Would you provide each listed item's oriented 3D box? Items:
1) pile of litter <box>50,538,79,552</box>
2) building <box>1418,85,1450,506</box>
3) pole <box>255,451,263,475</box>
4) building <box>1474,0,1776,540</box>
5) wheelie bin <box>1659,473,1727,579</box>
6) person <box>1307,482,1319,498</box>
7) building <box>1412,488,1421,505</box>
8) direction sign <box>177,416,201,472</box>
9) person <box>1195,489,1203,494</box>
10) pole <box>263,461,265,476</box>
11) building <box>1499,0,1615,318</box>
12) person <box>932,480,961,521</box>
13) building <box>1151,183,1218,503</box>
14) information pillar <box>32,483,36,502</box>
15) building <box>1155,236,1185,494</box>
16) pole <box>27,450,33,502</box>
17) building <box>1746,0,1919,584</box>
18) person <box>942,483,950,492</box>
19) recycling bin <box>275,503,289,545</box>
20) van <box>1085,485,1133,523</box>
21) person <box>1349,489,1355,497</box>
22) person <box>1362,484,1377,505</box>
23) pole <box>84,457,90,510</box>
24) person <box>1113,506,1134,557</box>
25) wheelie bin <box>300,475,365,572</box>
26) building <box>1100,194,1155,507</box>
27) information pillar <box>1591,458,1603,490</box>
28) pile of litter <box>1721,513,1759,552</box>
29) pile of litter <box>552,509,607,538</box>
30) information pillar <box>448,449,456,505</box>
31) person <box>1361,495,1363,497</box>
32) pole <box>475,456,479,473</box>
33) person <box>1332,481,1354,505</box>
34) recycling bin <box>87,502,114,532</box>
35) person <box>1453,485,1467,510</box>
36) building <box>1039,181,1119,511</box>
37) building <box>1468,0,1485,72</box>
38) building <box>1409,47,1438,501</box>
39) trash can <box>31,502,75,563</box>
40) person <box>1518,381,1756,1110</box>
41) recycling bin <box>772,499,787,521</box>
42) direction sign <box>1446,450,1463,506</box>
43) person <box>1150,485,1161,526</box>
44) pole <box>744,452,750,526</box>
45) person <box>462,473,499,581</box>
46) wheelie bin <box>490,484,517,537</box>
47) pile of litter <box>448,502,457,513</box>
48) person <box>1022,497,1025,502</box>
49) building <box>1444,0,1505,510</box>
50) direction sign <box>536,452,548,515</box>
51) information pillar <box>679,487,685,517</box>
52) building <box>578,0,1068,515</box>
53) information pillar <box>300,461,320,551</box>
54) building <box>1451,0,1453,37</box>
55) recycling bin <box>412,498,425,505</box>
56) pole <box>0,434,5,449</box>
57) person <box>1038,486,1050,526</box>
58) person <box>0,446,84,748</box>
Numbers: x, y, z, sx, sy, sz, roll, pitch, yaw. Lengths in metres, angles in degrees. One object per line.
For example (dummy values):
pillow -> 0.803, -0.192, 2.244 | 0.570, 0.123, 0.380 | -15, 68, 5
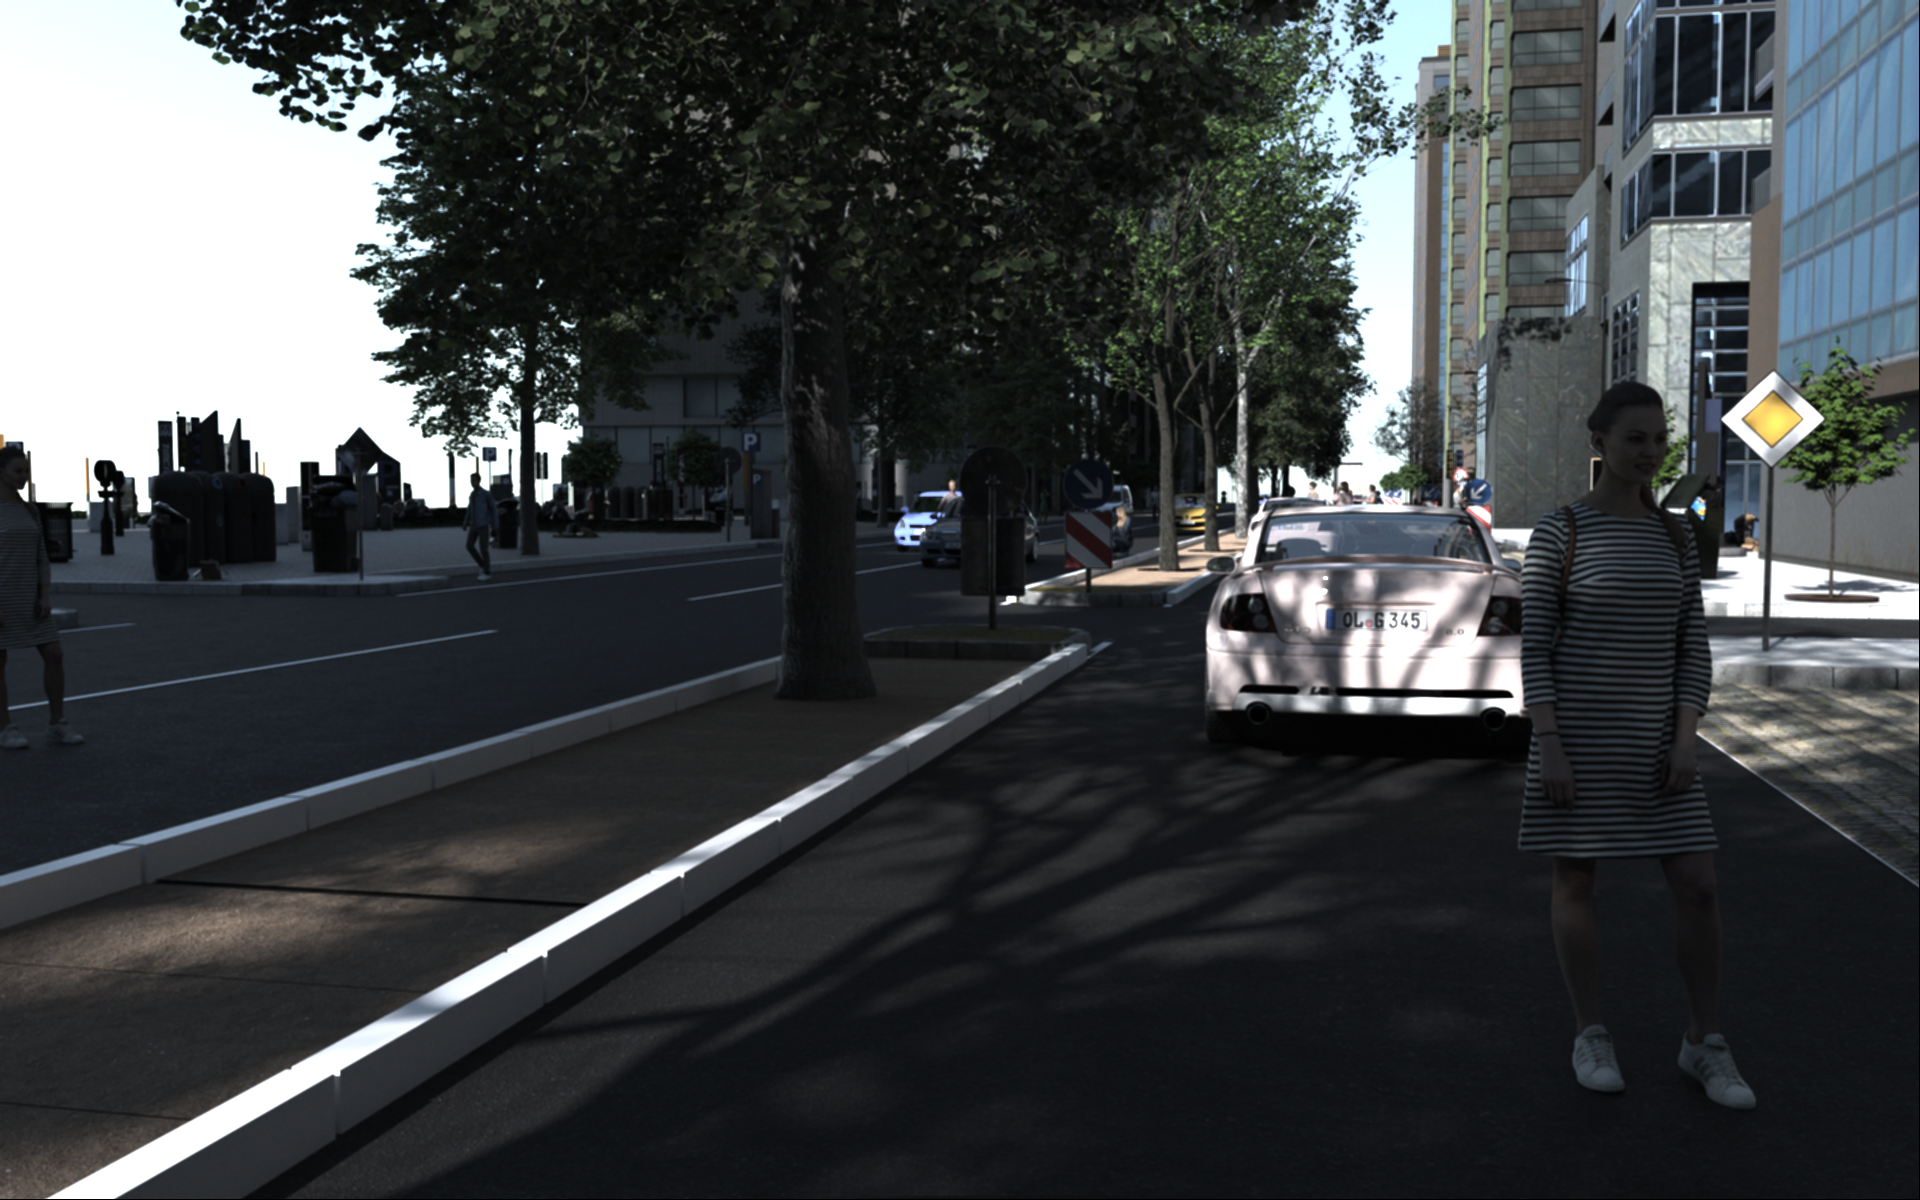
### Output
pile of litter -> -20.441, -1.488, 38.294 | 1.719, 0.858, 1.176 | -1, 4, -22
building -> 57.900, -33.014, 189.896 | 14.600, 45.320, 14.200 | 1, 4, 13
pole -> -33.448, -5.420, 82.459 | 0.158, 3.312, 0.155 | 0, 3, 0
building -> 29.464, -45.332, 53.856 | 22.319, 86.520, 31.000 | 1, 4, 13
wheelie bin -> 11.185, -1.129, 26.361 | 0.693, 1.594, 0.980 | 0, 4, -7
person -> 9.850, -2.445, 48.813 | 0.374, 1.781, 0.599 | -2, 4, -31
building -> 70.882, -31.488, 206.716 | 32.217, 40.220, 23.993 | 1, 4, 13
direction sign -> -22.485, -3.583, 50.573 | 0.379, 3.537, 0.876 | 1, 4, 19
person -> 15.003, -6.091, 108.894 | 0.742, 1.727, 0.445 | 3, 4, 36
pole -> -42.968, -6.919, 106.966 | 0.158, 3.312, 0.155 | 0, 3, 0
building -> 33.948, -19.212, 85.818 | 14.160, 30.474, 14.107 | 1, 4, 13
person -> -0.342, -1.824, 38.997 | 0.731, 1.740, 0.598 | -3, 5, -39
building -> 24.365, -42.690, 239.981 | 21.231, 58.520, 28.212 | 1, 4, 13
information pillar -> -59.497, -6.521, 111.114 | 0.304, 2.012, 0.304 | 0, 4, -1
building -> 17.280, -25.686, 191.662 | 14.160, 30.474, 14.107 | 1, 4, 13
pole -> -43.277, -5.306, 80.599 | 0.158, 3.312, 0.155 | 0, 3, 0
building -> 20.839, -22.907, 24.648 | 14.200, 45.320, 14.600 | 1, 4, 13
person -> -0.372, -2.940, 56.745 | 0.590, 1.801, 0.661 | 0, 4, -6
recycling bin -> -17.447, -1.913, 43.838 | 0.722, 1.027, 0.722 | -2, 4, -31
van -> 6.592, -4.248, 76.466 | 2.013, 2.044, 4.112 | 1, 4, 13
person -> 24.555, -6.122, 109.320 | 0.721, 1.743, 1.217 | -2, 4, -32
person -> 14.573, -3.232, 61.697 | 0.532, 1.782, 0.716 | 1, 4, 11
pole -> -48.099, -6.216, 95.477 | 0.158, 3.312, 0.155 | 0, 3, 0
person -> 3.660, -1.566, 39.610 | 0.738, 1.151, 1.012 | -1, 4, -19
wheelie bin -> -10.292, -1.262, 28.546 | 0.980, 1.594, 0.693 | 0, 4, 2
building -> 10.413, -24.056, 165.023 | 14.160, 30.474, 14.107 | 1, 4, 13
information pillar -> 13.129, -1.896, 35.485 | 0.304, 2.012, 0.304 | -3, 4, -39
pile of litter -> 17.557, -1.526, 38.913 | 1.176, 0.858, 1.719 | -2, 4, -29
pile of litter -> -11.240, -2.268, 51.046 | 1.719, 0.858, 1.176 | 3, 4, 37
information pillar -> -26.435, -6.040, 90.115 | 0.183, 3.616, 0.504 | 1, 4, 17
person -> 56.991, -14.517, 246.648 | 0.742, 1.727, 0.445 | -1, 4, -19
pole -> -25.901, -6.066, 93.016 | 0.158, 3.312, 0.155 | 0, 3, 0
person -> 9.515, -2.047, 42.552 | 0.593, 1.750, 0.643 | -2, 4, -28
recycling bin -> -29.023, -2.808, 58.459 | 0.722, 1.027, 0.722 | -2, 4, -34
person -> 16.916, -3.030, 58.616 | 0.524, 1.755, 0.480 | 0, 4, 2
building -> 0.414, -32.067, 143.904 | 23.786, 49.044, 30.456 | 1, 4, 13
building -> 41.578, -28.504, 116.148 | 14.600, 45.320, 14.200 | 1, 4, 13
building -> 71.686, -42.257, 232.898 | 21.231, 58.520, 28.212 | 1, 4, 13
trash can -> -16.993, -1.274, 32.484 | 0.748, 1.137, 0.748 | 0, 3, 0
person -> 1.603, 0.323, 4.215 | 0.512, 1.701, 0.522 | 0, 4, -5
recycling bin -> -8.685, -4.316, 83.116 | 0.722, 1.027, 0.722 | 3, 5, 42
direction sign -> 25.432, -5.940, 89.108 | 0.876, 3.537, 0.379 | -1, 4, -8
person -> 8.805, -4.222, 77.379 | 0.661, 1.843, 0.795 | 2, 4, 25
pole -> -8.612, -4.654, 69.941 | 0.158, 3.312, 0.155 | 0, 3, 0
person -> -7.958, -1.221, 28.804 | 0.601, 1.785, 0.444 | 2, 4, 35
wheelie bin -> -13.706, -2.685, 51.807 | 0.980, 1.594, 0.693 | 0, 4, -3
pile of litter -> -26.002, -4.527, 87.976 | 1.176, 0.858, 1.719 | -1, 4, -12
person -> 2.727, -4.252, 78.566 | 0.519, 1.759, 0.362 | -1, 4, -14
building -> 43.937, -27.316, 130.213 | 14.154, 41.232, 14.086 | 1, 4, 13
direction sign -> -22.412, -6.173, 92.922 | 0.379, 3.537, 0.876 | 2, 4, 32
information pillar -> -15.767, -5.729, 98.156 | 0.304, 2.012, 0.304 | 0, 4, 1
building -> -7.650, -32.215, 115.957 | 28.713, 52.752, 27.495 | 1, 4, 13
information pillar -> -14.592, -2.106, 38.922 | 0.304, 2.012, 0.304 | 2, 4, 23
building -> 53.033, -37.155, 149.477 | 21.231, 58.520, 28.212 | 1, 4, 13
recycling bin -> -31.918, -5.459, 101.815 | 0.722, 1.027, 0.722 | 0, 4, 6
pole -> -32.253, -3.948, 58.392 | 0.158, 3.312, 0.155 | 0, 3, 0
person -> 3.758, -4.236, 78.004 | 0.529, 1.795, 0.600 | -1, 4, -12
person -> -5.372, -0.020, 9.828 | 0.522, 1.701, 0.512 | 1, 4, 23
